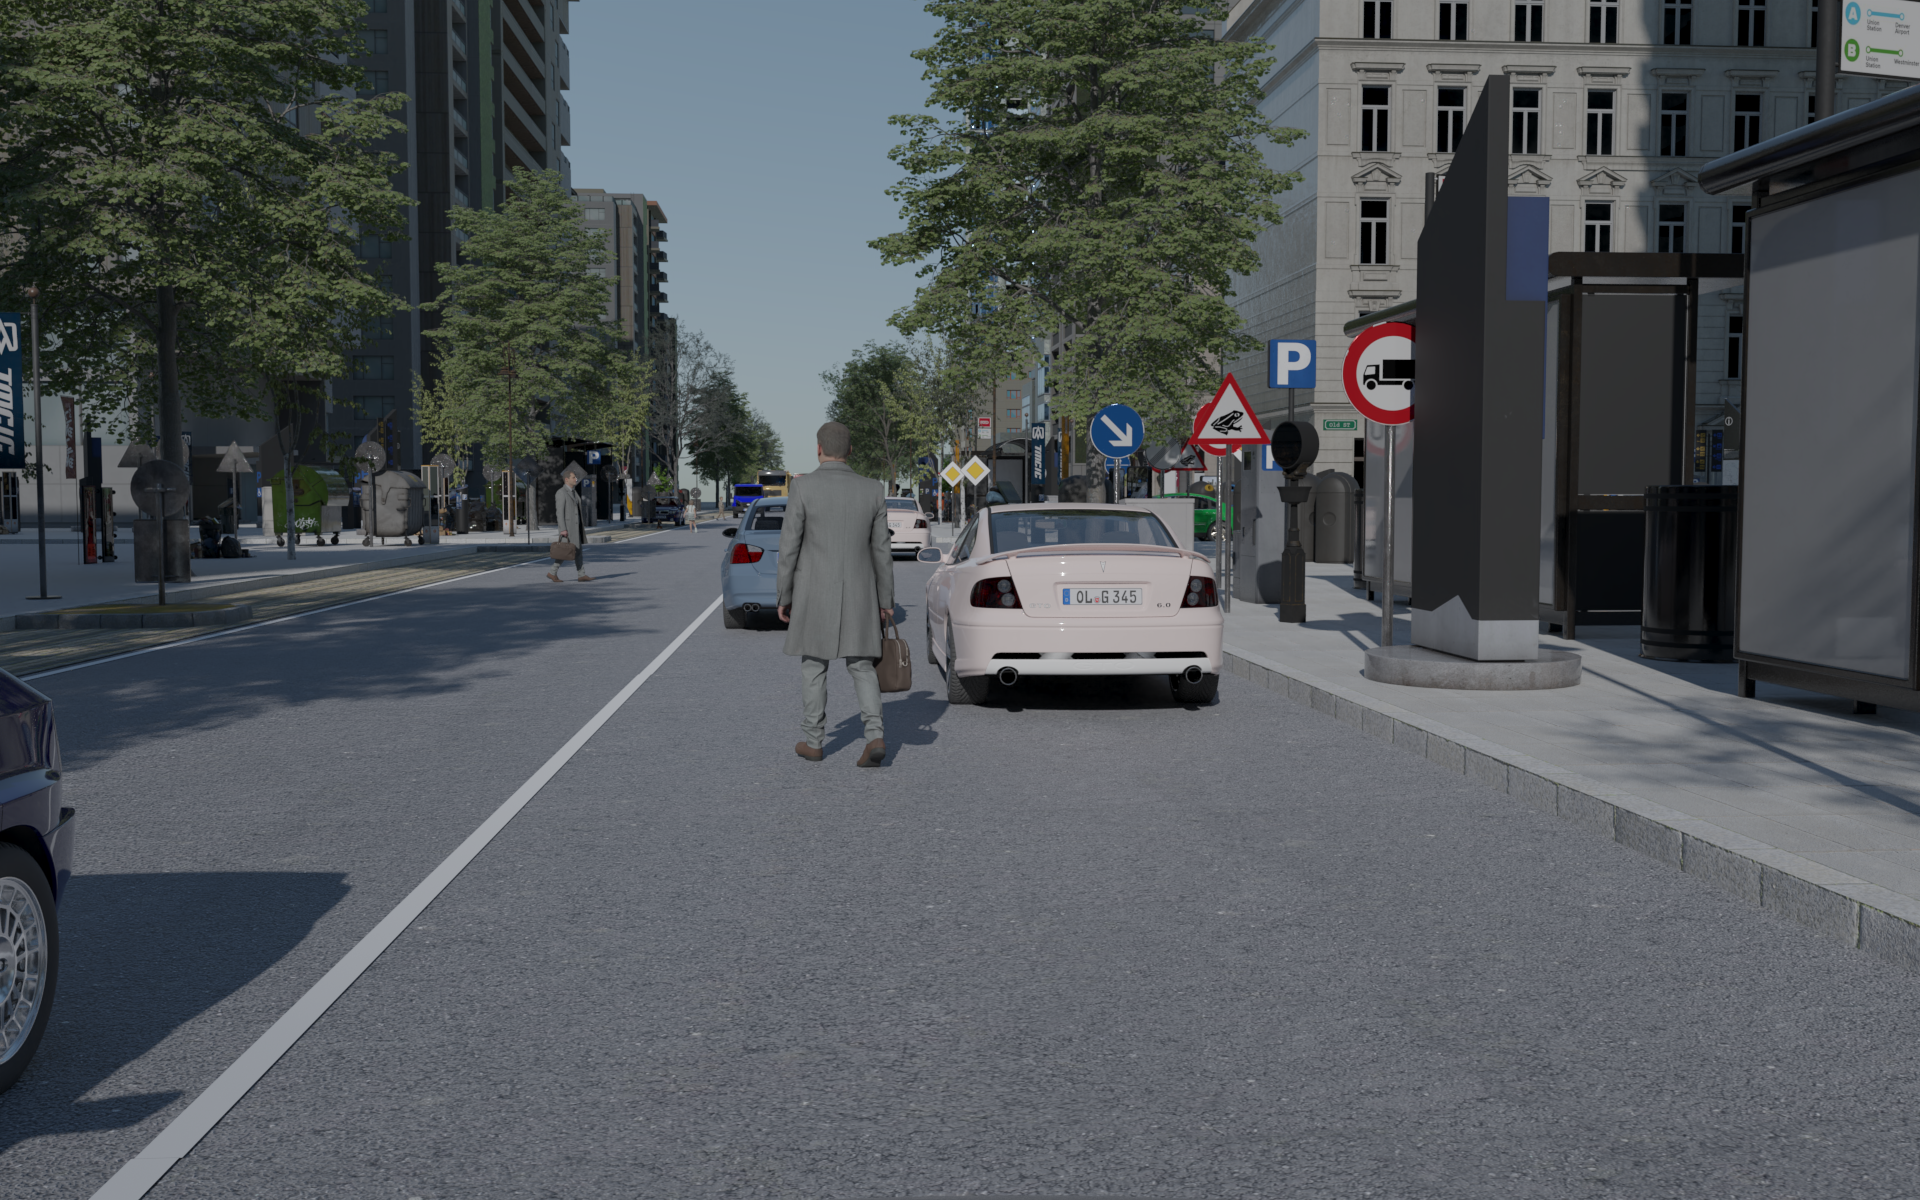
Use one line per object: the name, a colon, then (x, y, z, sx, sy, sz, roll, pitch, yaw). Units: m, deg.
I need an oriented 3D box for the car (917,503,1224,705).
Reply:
car: (0.739, -0.053, 13.221, 2.083, 1.381, 4.827, 0, 4, -4)

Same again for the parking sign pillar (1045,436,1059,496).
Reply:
parking sign pillar: (4.207, -5.683, 81.382, 1.447, 3.967, 1.447, -1, 4, -23)

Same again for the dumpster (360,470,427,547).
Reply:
dumpster: (-14.031, -2.270, 42.866, 1.264, 1.857, 1.865, 0, 4, -4)

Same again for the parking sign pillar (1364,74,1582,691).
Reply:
parking sign pillar: (3.543, -1.432, 11.891, 1.447, 3.967, 1.447, 0, 4, -5)

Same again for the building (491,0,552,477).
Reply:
building: (-44.589, -31.293, 135.335, 21.300, 48.544, 21.600, 0, 4, -4)

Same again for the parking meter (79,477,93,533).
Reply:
parking meter: (-29.141, -3.184, 57.774, 0.399, 1.863, 0.255, 1, 4, 22)

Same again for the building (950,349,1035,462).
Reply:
building: (13.446, -24.393, 243.866, 27.650, 21.520, 28.899, 0, 4, -4)

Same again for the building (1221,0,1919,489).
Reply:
building: (34.633, -18.362, 76.640, 44.131, 29.872, 17.030, 0, 4, -4)

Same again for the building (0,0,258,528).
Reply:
building: (-42.975, -29.728, 75.284, 28.713, 52.752, 27.495, 0, 4, -4)

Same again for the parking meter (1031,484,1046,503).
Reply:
parking meter: (2.021, -2.228, 44.831, 0.372, 1.533, 0.369, 0, 3, 0)

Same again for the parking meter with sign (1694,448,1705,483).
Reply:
parking meter with sign: (28.159, -4.272, 66.111, 0.543, 3.016, 1.738, 3, 4, 36)

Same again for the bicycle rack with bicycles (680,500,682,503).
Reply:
bicycle rack with bicycles: (-19.353, -6.087, 112.901, 2.852, 0.926, 2.925, -1, 4, -17)

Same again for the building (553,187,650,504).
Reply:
building: (-48.900, -33.336, 228.644, 14.154, 41.232, 14.086, 0, 4, -4)

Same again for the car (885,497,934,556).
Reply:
car: (-1.604, -1.602, 38.552, 2.083, 1.381, 4.827, 0, 4, -3)

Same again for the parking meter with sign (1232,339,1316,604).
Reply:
parking meter with sign: (3.630, -1.479, 20.447, 0.543, 3.016, 1.738, -1, 4, -8)

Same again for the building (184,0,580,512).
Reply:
building: (-50.851, -34.866, 159.299, 28.713, 52.752, 27.495, 0, 4, -4)

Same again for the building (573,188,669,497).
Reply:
building: (-53.907, -36.445, 250.491, 22.147, 44.769, 28.867, 0, 4, -4)

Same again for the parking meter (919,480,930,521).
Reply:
parking meter: (-1.407, -3.905, 69.559, 0.399, 1.863, 0.255, -3, 5, -41)

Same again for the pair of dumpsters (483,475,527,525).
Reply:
pair of dumpsters: (-18.982, -4.308, 72.924, 1.574, 2.255, 4.437, 0, 4, -5)

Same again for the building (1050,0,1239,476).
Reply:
building: (17.092, -43.469, 148.972, 20.563, 71.187, 20.611, 0, 4, -4)

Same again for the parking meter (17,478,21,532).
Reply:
parking meter: (-32.134, -3.251, 58.857, 0.255, 1.863, 0.399, -1, 4, -13)

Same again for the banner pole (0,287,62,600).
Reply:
banner pole: (-11.450, -1.899, 21.066, 0.863, 3.779, 0.401, 0, 4, -7)

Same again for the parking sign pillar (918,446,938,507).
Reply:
parking sign pillar: (-1.659, -6.253, 90.701, 1.447, 3.967, 1.447, -2, 4, -34)

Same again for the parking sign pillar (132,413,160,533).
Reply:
parking sign pillar: (-27.014, -4.256, 58.052, 1.447, 3.967, 1.447, -2, 4, -30)

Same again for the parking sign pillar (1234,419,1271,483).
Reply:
parking sign pillar: (10.621, -4.550, 62.865, 1.447, 3.967, 1.447, 1, 4, 15)

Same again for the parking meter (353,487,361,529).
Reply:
parking meter: (-22.469, -3.433, 64.537, 0.372, 1.533, 0.369, 0, 3, 0)

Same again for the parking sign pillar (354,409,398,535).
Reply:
parking sign pillar: (-18.265, -4.036, 54.463, 1.447, 3.967, 1.447, 1, 4, 20)

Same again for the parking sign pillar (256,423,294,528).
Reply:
parking sign pillar: (-26.011, -4.730, 65.802, 1.447, 3.967, 1.447, 3, 5, 42)

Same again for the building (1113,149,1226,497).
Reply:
building: (14.805, -15.778, 108.886, 10.553, 20.767, 40.483, 0, 4, -4)

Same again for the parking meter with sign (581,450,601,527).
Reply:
parking meter with sign: (-14.689, -4.414, 68.435, 0.543, 3.016, 1.738, 0, 4, 5)

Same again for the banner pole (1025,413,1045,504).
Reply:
banner pole: (2.270, -3.885, 53.538, 0.863, 3.779, 0.401, -1, 4, -19)

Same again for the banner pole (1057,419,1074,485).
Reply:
banner pole: (3.554, -4.149, 57.851, 0.863, 3.779, 0.401, -3, 4, -38)

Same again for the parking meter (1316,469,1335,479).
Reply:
parking meter: (8.436, -2.102, 40.072, 0.399, 1.863, 0.255, 3, 5, 42)

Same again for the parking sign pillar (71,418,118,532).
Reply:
parking sign pillar: (-29.830, -4.348, 59.554, 1.447, 3.967, 1.447, -2, 4, -32)

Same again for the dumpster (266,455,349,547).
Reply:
dumpster: (-16.127, -2.468, 42.845, 1.502, 2.255, 1.985, 0, 4, -5)

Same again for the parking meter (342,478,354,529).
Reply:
parking meter: (-22.312, -3.508, 63.064, 0.255, 1.863, 0.399, 1, 4, 16)

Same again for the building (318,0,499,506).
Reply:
building: (-39.210, -26.382, 114.937, 14.154, 41.232, 14.086, 0, 4, -4)

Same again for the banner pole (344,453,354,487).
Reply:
banner pole: (-37.185, -7.056, 105.383, 0.863, 3.779, 0.401, 0, 4, 4)

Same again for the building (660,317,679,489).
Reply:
building: (-52.008, -30.635, 272.585, 14.160, 30.474, 14.107, 0, 4, -4)

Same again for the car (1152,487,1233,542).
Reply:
car: (5.970, -2.516, 49.930, 4.718, 1.807, 1.959, 0, 4, -4)

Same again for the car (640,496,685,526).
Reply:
car: (-13.338, -3.997, 77.927, 1.945, 1.354, 3.894, 0, 4, -5)

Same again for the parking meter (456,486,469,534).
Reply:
parking meter: (-15.891, -2.867, 55.281, 0.372, 1.533, 0.369, 0, 3, 0)

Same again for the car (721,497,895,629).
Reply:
car: (-1.734, -0.473, 19.743, 2.014, 1.417, 4.499, 0, 4, -4)

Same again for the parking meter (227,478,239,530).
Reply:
parking meter: (-26.268, -3.480, 62.606, 0.399, 1.863, 0.255, -2, 4, -27)

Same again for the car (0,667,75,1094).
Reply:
car: (-3.061, 0.600, 2.772, 1.945, 1.354, 3.894, 0, 4, -3)

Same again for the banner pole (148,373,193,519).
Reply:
banner pole: (-16.518, -2.811, 35.973, 0.401, 3.779, 0.863, 2, 4, 33)
